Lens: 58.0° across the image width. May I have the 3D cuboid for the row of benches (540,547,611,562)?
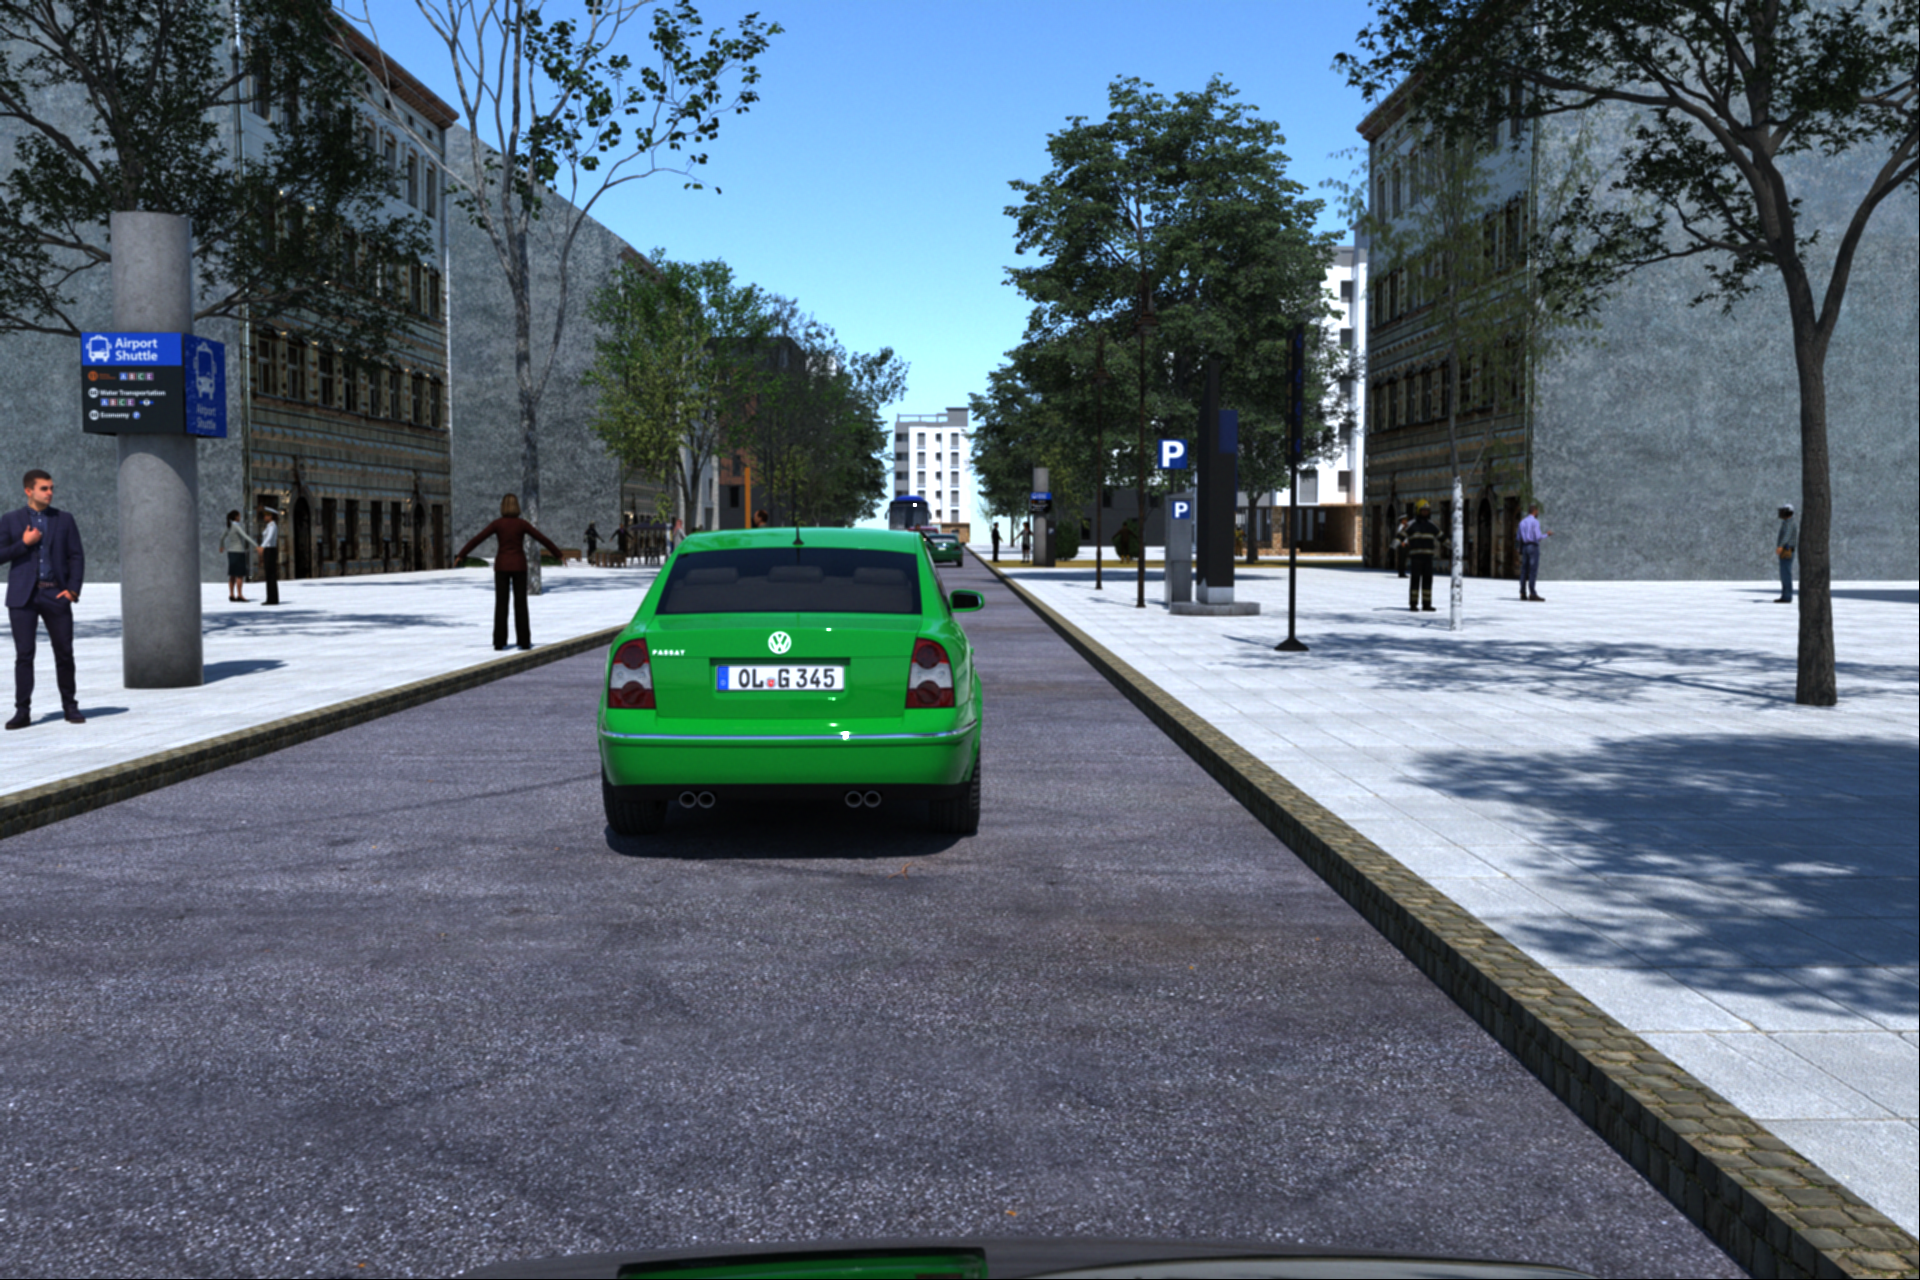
[{"bbox_3d":[-18.162,-3.947,80.001,4.104,0.672,1.422,-1,4,-23],"label":"row of benches"}]

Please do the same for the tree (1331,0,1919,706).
[{"bbox_3d":[6.668,-4.806,12.993,8.767,10.594,7.601,2,4,35],"label":"tree"}]

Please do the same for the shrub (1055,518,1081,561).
[{"bbox_3d":[4.886,-4.742,81.577,1.661,2.075,1.752,0,3,0],"label":"shrub"}]

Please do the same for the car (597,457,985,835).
[{"bbox_3d":[-0.819,-0.052,9.642,1.959,1.807,4.718,0,4,-1],"label":"car"}]

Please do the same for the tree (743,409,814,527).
[{"bbox_3d":[-10.022,-8.977,97.135,4.737,8.622,4.395,0,3,0],"label":"tree"}]

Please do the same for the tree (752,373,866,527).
[{"bbox_3d":[-9.704,-11.186,108.645,9.928,11.665,9.643,0,3,0],"label":"tree"}]

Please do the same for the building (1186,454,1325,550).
[{"bbox_3d":[23.554,-11.670,132.947,9.099,9.664,28.070,0,3,0],"label":"building"}]

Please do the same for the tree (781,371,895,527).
[{"bbox_3d":[-9.651,-13.902,133.960,9.857,13.997,8.962,0,3,0],"label":"tree"}]

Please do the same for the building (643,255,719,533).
[{"bbox_3d":[-28.187,-15.822,125.149,16.747,18.905,31.486,0,4,1],"label":"building"}]

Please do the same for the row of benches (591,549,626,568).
[{"bbox_3d":[-13.744,-3.197,67.731,1.422,0.672,4.104,-1,4,-22],"label":"row of benches"}]

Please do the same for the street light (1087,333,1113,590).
[{"bbox_3d":[3.217,-4.109,39.977,0.468,5.910,1.993,0,3,0],"label":"street light"}]

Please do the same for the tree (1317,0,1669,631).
[{"bbox_3d":[6.395,-4.432,22.832,4.360,8.622,3.978,0,3,0],"label":"tree"}]

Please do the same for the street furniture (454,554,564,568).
[{"bbox_3d":[-21.173,-3.248,68.729,10.072,0.657,5.734,1,4,13],"label":"street furniture"}]

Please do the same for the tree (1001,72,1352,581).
[{"bbox_3d":[5.814,-8.590,47.097,9.857,13.997,8.962,0,3,0],"label":"tree"}]

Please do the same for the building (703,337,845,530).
[{"bbox_3d":[-28.015,-21.503,195.550,27.936,21.610,32.646,0,3,0],"label":"building"}]

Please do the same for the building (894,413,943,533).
[{"bbox_3d":[-9.700,-24.690,262.562,11.380,20.090,16.016,0,4,8],"label":"building"}]

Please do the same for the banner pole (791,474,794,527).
[{"bbox_3d":[-6.955,-5.029,72.243,0.401,3.779,0.863,0,3,0],"label":"banner pole"}]

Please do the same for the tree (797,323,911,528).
[{"bbox_3d":[-11.567,-18.458,157.683,12.611,20.169,13.585,0,3,0],"label":"tree"}]

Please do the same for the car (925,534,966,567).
[{"bbox_3d":[-0.789,-3.972,76.733,2.131,1.459,4.920,0,4,0],"label":"car"}]

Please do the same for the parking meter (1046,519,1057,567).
[{"bbox_3d":[3.521,-3.740,66.867,0.399,1.863,0.255,0,4,-1],"label":"parking meter"}]

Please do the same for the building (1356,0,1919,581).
[{"bbox_3d":[24.580,-13.749,55.719,19.493,23.208,18.063,0,4,-1],"label":"building"}]

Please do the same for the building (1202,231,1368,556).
[{"bbox_3d":[21.284,-15.799,114.737,16.016,20.090,11.380,0,3,0],"label":"building"}]

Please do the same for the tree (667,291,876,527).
[{"bbox_3d":[-9.396,-10.797,86.907,12.009,13.543,11.850,0,3,0],"label":"tree"}]

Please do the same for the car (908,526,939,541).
[{"bbox_3d":[-1.861,-4.771,86.685,2.281,1.827,5.304,0,4,-2],"label":"car"}]

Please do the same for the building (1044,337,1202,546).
[{"bbox_3d":[23.178,-21.543,196.205,27.936,21.610,32.646,0,4,0],"label":"building"}]

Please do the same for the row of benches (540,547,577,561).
[{"bbox_3d":[-19.461,-4.138,83.127,1.422,0.672,4.104,1,4,10],"label":"row of benches"}]

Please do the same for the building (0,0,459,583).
[{"bbox_3d":[-27.799,-13.622,53.646,19.493,23.208,18.063,0,4,0],"label":"building"}]

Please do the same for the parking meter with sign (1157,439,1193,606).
[{"bbox_3d":[3.899,-2.129,31.065,0.543,3.016,1.738,0,3,0],"label":"parking meter with sign"}]

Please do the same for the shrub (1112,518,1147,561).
[{"bbox_3d":[8.179,-4.869,83.641,1.661,2.075,1.752,0,3,0],"label":"shrub"}]

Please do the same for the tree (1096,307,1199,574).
[{"bbox_3d":[5.852,-6.466,56.087,4.360,8.622,3.978,0,3,0],"label":"tree"}]

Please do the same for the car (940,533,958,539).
[{"bbox_3d":[-1.206,-7.704,134.998,2.155,1.783,4.494,0,4,-2],"label":"car"}]

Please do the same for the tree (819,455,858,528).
[{"bbox_3d":[-9.640,-11.838,143.905,4.360,8.622,3.978,0,3,0],"label":"tree"}]

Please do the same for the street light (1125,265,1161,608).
[{"bbox_3d":[3.160,-3.504,30.082,0.468,5.910,1.993,0,4,0],"label":"street light"}]

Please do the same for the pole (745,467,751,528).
[{"bbox_3d":[-6.472,-3.613,52.922,0.158,3.312,0.155,0,3,0],"label":"pole"}]

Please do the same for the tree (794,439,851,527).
[{"bbox_3d":[-9.978,-10.339,119.408,4.360,8.622,3.978,0,3,0],"label":"tree"}]

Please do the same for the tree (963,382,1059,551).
[{"bbox_3d":[5.401,-13.730,134.860,12.009,13.543,11.850,0,3,0],"label":"tree"}]

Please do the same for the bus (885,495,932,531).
[{"bbox_3d":[-3.231,-7.503,114.215,2.896,3.916,12.251,0,3,0],"label":"bus"}]

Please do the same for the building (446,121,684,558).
[{"bbox_3d":[-26.947,-16.418,99.357,19.493,23.208,18.063,0,4,0],"label":"building"}]
